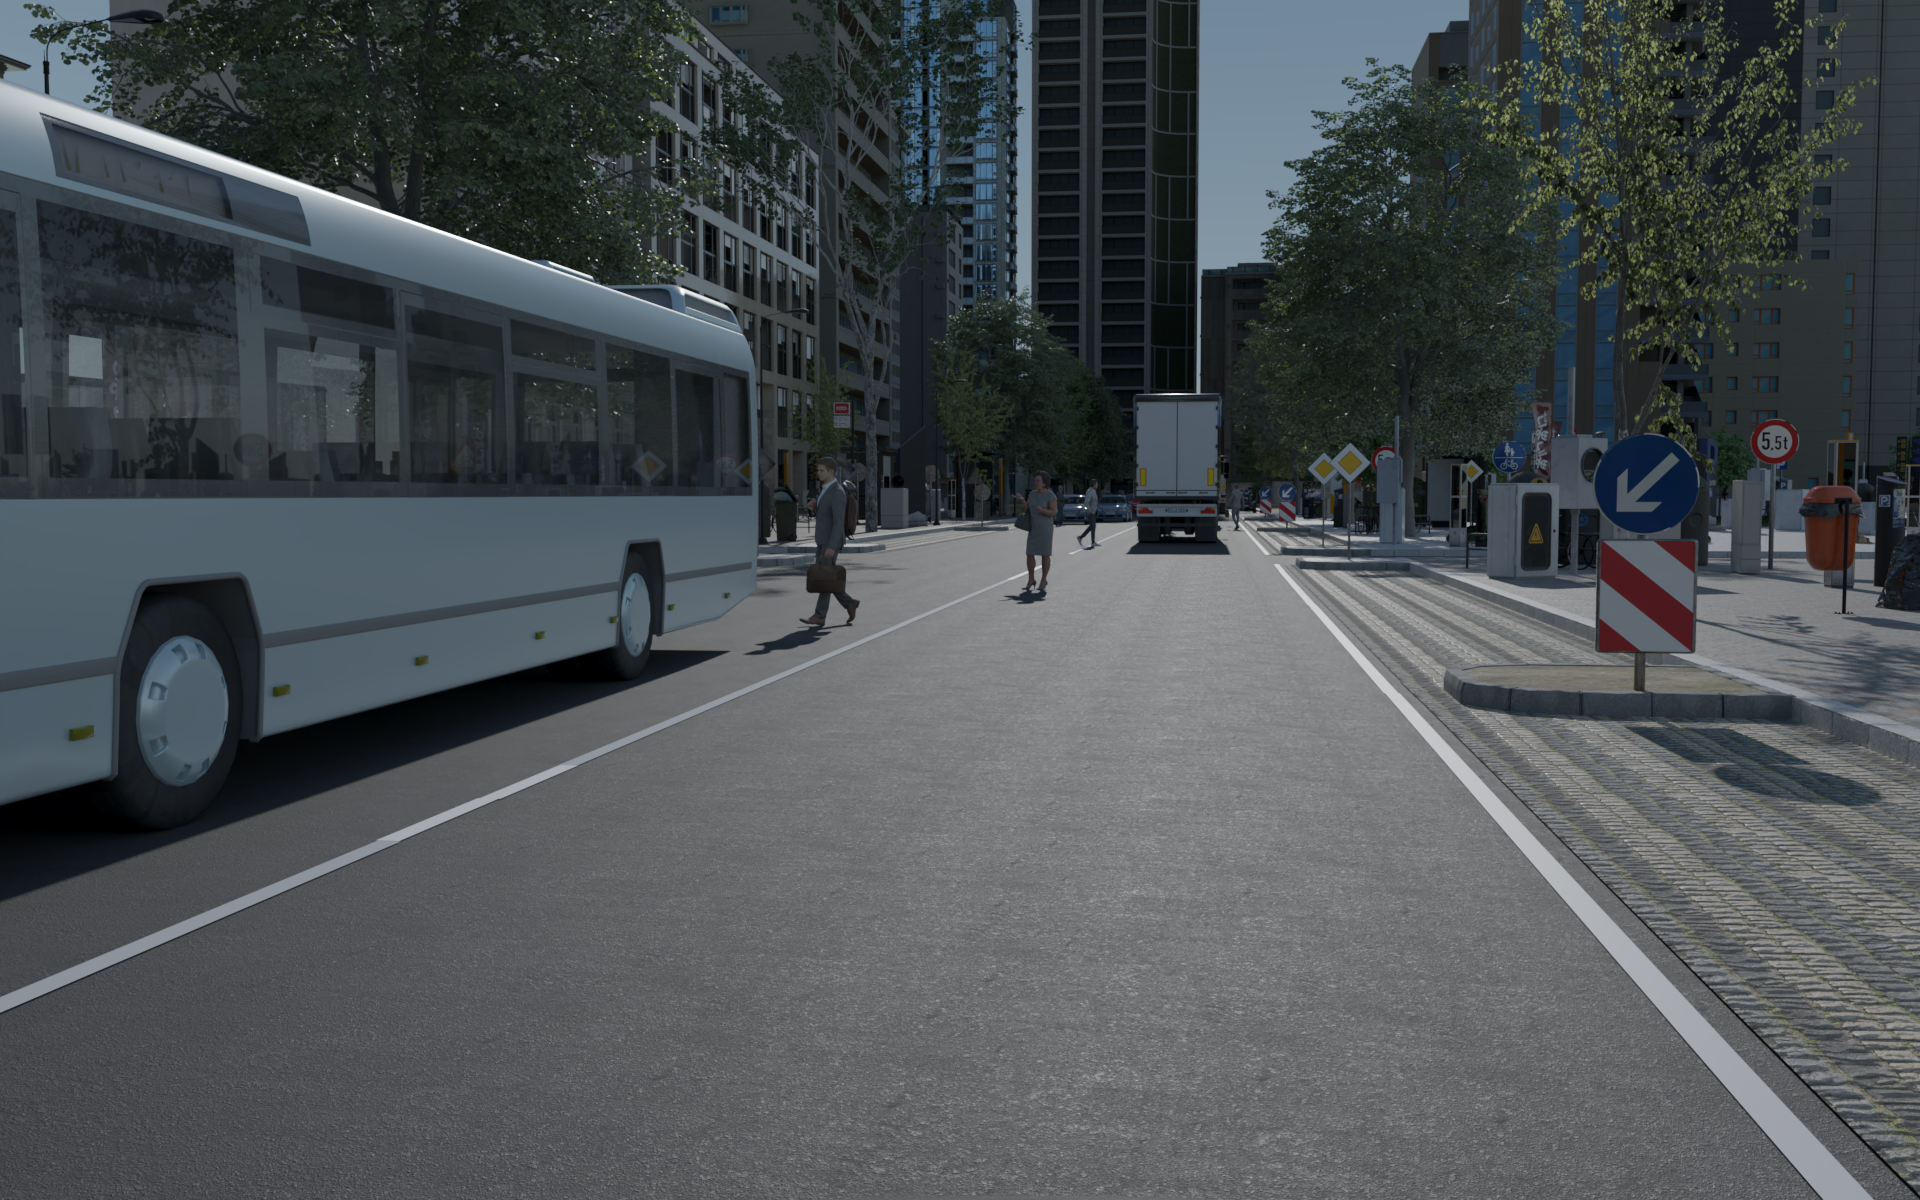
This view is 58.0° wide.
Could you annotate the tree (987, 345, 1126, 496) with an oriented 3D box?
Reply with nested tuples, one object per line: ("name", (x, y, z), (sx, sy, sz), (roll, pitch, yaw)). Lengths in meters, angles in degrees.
("tree", (5.429, -11.752, 117.898), (9.928, 11.665, 9.643), (0, 3, 0))

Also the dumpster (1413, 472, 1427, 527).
("dumpster", (17.576, -4.000, 67.900), (1.502, 2.255, 1.985), (1, 4, 8))

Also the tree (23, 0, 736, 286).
("tree", (-8.334, -7.315, 26.261), (9.857, 13.997, 8.962), (0, 3, 0))

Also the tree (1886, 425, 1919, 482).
("tree", (40.214, -5.361, 71.366), (4.285, 4.588, 4.351), (0, 3, 0))

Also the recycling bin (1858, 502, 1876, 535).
("recycling bin", (28.412, -2.574, 54.641), (0.722, 1.027, 0.722), (3, 4, 38))

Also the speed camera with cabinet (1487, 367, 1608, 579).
("speed camera with cabinet", (9.049, -1.975, 26.622), (2.038, 3.252, 0.660), (-2, 4, -30))

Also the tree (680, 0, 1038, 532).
("tree", (-4.363, -12.332, 57.515), (12.611, 20.169, 13.585), (0, 3, 0))

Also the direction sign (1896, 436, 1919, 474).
("direction sign", (37.153, -4.640, 67.868), (0.876, 3.537, 0.379), (1, 4, 22))

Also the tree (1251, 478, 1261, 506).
("tree", (32.804, -11.878, 188.806), (1.663, 3.219, 1.824), (0, 3, 0))

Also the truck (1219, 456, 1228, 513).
("truck", (19.114, -8.805, 132.867), (2.839, 4.237, 11.283), (0, 4, 7))

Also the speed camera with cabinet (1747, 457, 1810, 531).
("speed camera with cabinet", (29.124, -4.115, 61.621), (0.660, 3.252, 2.038), (-3, 4, -36))

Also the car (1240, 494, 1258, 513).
("car", (21.735, -7.486, 132.179), (2.009, 1.686, 4.222), (1, 4, 8))

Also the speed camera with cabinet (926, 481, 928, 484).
("speed camera with cabinet", (-2.844, -6.299, 97.324), (2.038, 3.252, 0.660), (2, 4, 24))

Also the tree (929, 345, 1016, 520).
("tree", (0.317, -8.232, 84.959), (4.737, 8.622, 4.395), (0, 3, 0))

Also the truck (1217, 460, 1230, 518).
("truck", (10.122, -4.931, 76.540), (3.469, 3.379, 9.791), (1, 4, 9))

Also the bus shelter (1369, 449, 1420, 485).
("bus shelter", (21.220, -6.592, 85.409), (2.179, 5.291, 8.768), (1, 4, 8))

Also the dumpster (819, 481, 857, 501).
("dumpster", (-4.928, -3.917, 69.806), (1.264, 1.857, 1.865), (1, 4, 8))

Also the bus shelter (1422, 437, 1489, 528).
("bus shelter", (18.245, -4.270, 63.732), (2.014, 3.302, 5.546), (1, 4, 8))

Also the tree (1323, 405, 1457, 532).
("tree", (14.006, -4.608, 59.052), (4.285, 4.588, 4.351), (0, 3, 0))

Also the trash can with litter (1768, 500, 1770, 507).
("trash can with litter", (38.354, -4.296, 81.625), (1.055, 1.170, 0.624), (-3, 5, -44))

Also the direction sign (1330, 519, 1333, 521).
("direction sign", (17.742, -5.506, 82.024), (0.876, 3.537, 0.379), (0, 4, -5))

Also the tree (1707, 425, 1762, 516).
("tree", (35.556, -5.939, 80.822), (4.285, 4.588, 4.351), (0, 3, 0))

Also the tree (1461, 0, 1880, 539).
("tree", (8.048, -4.269, 20.154), (4.360, 8.622, 3.978), (0, 3, 0))

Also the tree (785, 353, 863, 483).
("tree", (-6.854, -8.533, 89.880), (4.737, 8.622, 4.395), (0, 3, 0))

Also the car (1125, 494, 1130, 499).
("car", (12.614, -7.018, 126.549), (2.131, 1.459, 4.920), (1, 4, 9))

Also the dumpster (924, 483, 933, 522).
("dumpster", (-1.983, -4.428, 78.149), (1.264, 1.857, 1.865), (1, 4, 8))

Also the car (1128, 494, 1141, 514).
("car", (11.689, -6.326, 112.469), (2.155, 1.783, 4.494), (0, 4, 7))

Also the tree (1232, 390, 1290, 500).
("tree", (32.008, -16.073, 180.918), (7.486, 12.596, 7.792), (0, 3, 0))

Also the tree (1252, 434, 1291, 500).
("tree", (29.022, -12.932, 161.803), (4.737, 8.622, 4.395), (0, 3, 0))

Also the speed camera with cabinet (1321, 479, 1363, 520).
("speed camera with cabinet", (18.814, -5.554, 85.145), (2.038, 3.252, 0.660), (0, 4, 4))

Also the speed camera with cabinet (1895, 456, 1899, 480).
("speed camera with cabinet", (48.407, -5.849, 89.973), (0.660, 3.252, 2.038), (2, 4, 31))

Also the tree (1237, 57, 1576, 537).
("tree", (13.466, -8.866, 51.609), (9.857, 13.997, 8.962), (0, 3, 0))

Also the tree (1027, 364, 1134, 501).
("tree", (10.471, -14.308, 150.949), (9.611, 12.733, 9.660), (0, 3, 0))

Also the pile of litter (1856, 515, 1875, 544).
("pile of litter", (23.270, -1.923, 45.404), (1.176, 0.858, 1.719), (-2, 4, -24))

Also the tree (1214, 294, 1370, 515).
("tree", (20.604, -11.965, 106.003), (12.009, 13.543, 11.850), (0, 3, 0))

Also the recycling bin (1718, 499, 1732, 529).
("recycling bin", (28.326, -3.107, 63.349), (0.722, 1.027, 0.722), (3, 5, 41))

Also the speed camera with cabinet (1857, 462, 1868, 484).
("speed camera with cabinet", (55.815, -6.961, 108.156), (0.660, 3.252, 2.038), (0, 4, -3))

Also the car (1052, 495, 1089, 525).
("car", (5.375, -4.323, 82.687), (2.014, 1.417, 4.499), (0, 4, 7))

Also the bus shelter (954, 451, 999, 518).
("bus shelter", (0.955, -6.471, 97.088), (1.731, 3.624, 6.357), (1, 4, 8))

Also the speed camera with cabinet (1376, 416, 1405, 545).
("speed camera with cabinet", (11.099, -3.075, 44.612), (0.660, 3.252, 2.038), (1, 4, 19))

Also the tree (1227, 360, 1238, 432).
("tree", (23.380, -13.028, 119.670), (9.857, 13.997, 8.962), (0, 3, 0))

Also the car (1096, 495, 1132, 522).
("car", (7.999, -4.790, 90.324), (2.014, 1.417, 4.499), (1, 4, 9))

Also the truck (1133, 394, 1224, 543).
("truck", (6.865, -3.988, 54.117), (2.839, 4.237, 11.283), (0, 4, 8))

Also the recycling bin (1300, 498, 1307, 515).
("recycling bin", (20.918, -5.603, 104.163), (0.722, 1.027, 0.722), (2, 4, 30))

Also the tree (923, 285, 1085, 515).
("tree", (2.668, -12.135, 105.065), (9.857, 13.997, 8.962), (0, 3, 0))

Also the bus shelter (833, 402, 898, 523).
("bus shelter", (-4.055, -6.137, 77.967), (2.179, 5.291, 8.768), (1, 4, 8))

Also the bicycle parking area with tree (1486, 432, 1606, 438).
("bicycle parking area with tree", (27.044, -5.715, 80.437), (8.231, 4.147, 9.016), (1, 4, 19))

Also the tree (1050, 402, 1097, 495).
("tree", (8.344, -11.308, 135.255), (4.737, 8.622, 4.395), (0, 3, 0))

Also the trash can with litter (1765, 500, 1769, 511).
("trash can with litter", (48.762, -5.707, 104.362), (1.678, 1.210, 2.233), (-1, 4, -20))

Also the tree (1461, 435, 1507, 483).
("tree", (26.159, -6.324, 87.114), (4.285, 4.588, 4.351), (0, 3, 0))

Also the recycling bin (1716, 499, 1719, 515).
("recycling bin", (41.833, -5.027, 94.739), (0.722, 1.027, 0.722), (3, 5, 44))

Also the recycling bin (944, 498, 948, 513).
("recycling bin", (-0.630, -6.418, 117.482), (0.722, 1.027, 0.722), (1, 4, 21))

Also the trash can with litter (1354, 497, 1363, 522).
("trash can with litter", (18.514, -4.182, 79.767), (1.055, 1.170, 0.624), (0, 4, 8))
